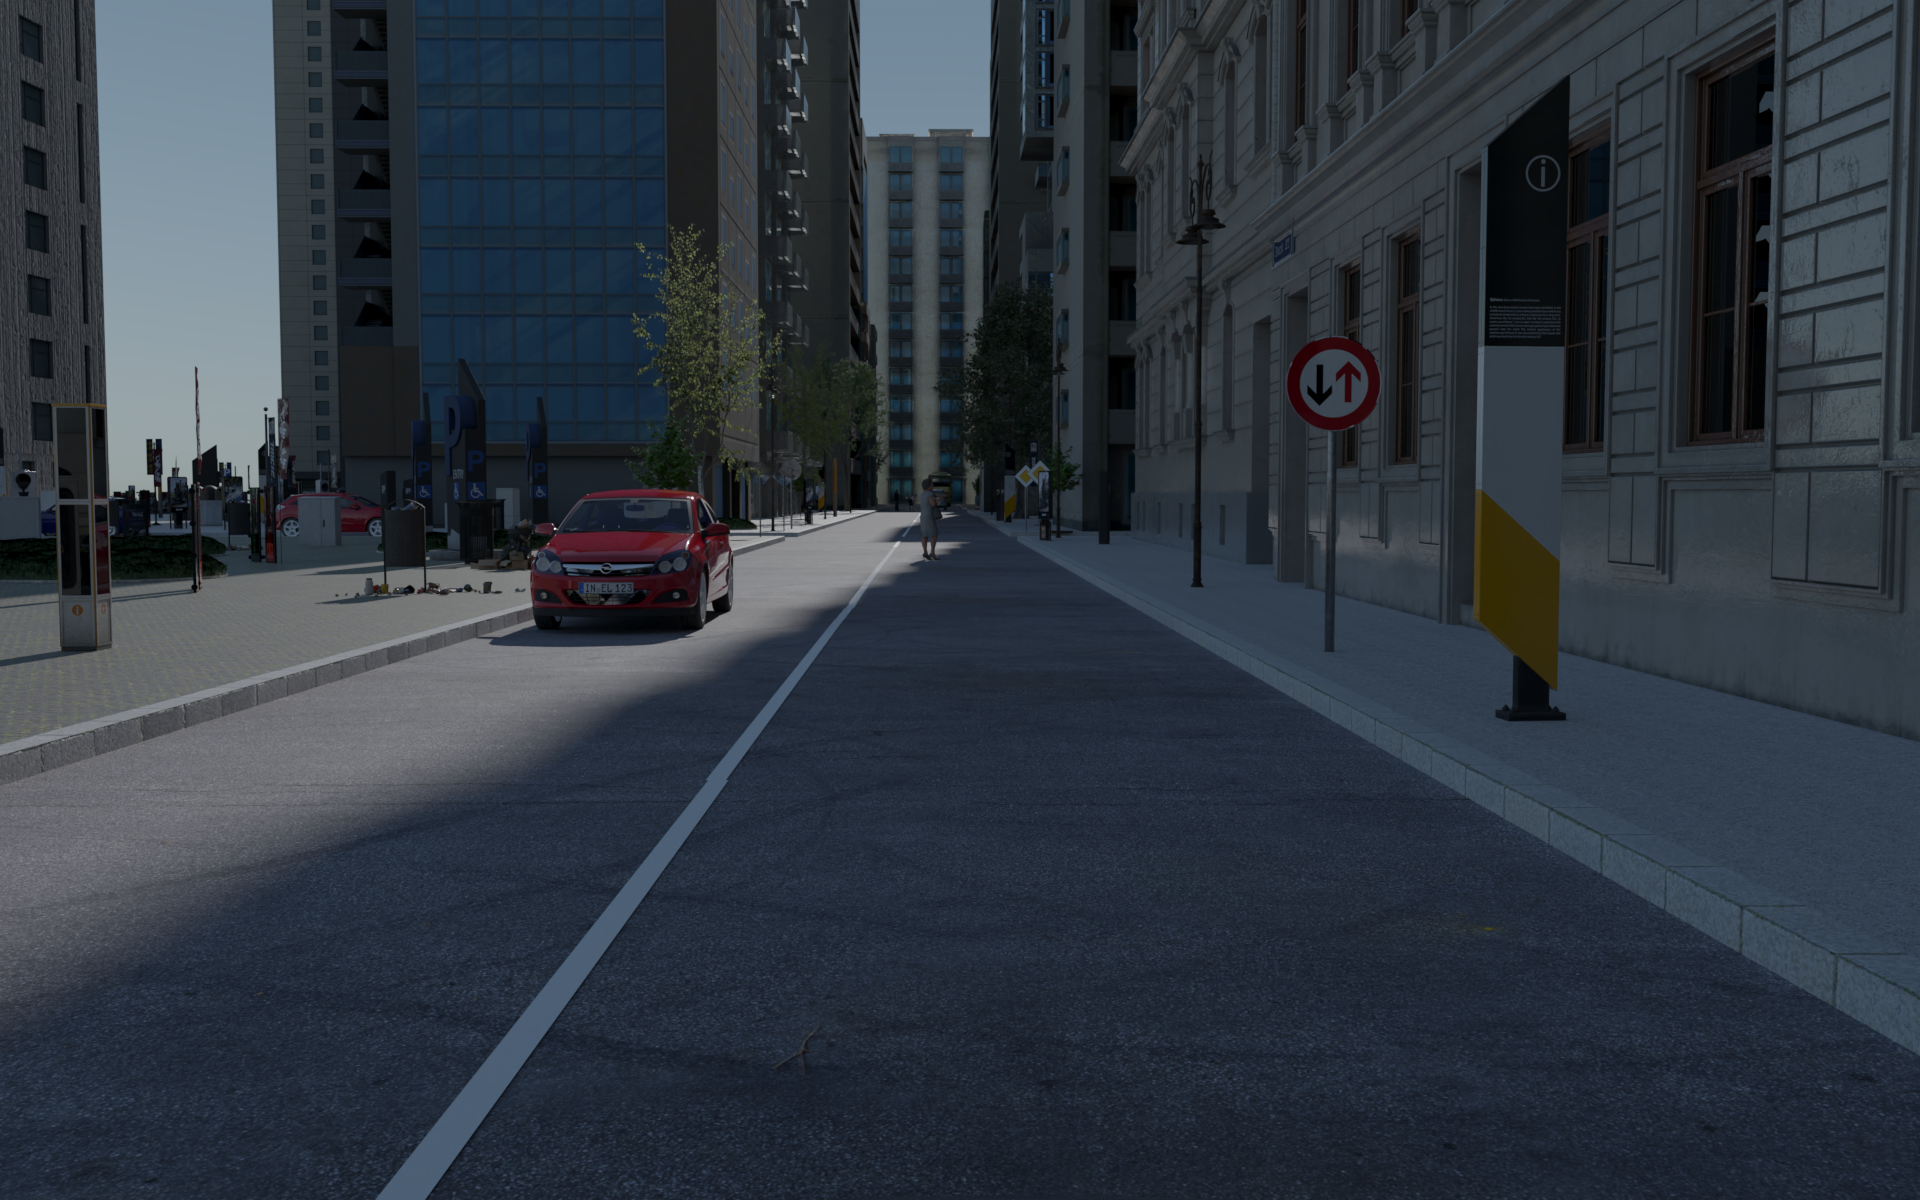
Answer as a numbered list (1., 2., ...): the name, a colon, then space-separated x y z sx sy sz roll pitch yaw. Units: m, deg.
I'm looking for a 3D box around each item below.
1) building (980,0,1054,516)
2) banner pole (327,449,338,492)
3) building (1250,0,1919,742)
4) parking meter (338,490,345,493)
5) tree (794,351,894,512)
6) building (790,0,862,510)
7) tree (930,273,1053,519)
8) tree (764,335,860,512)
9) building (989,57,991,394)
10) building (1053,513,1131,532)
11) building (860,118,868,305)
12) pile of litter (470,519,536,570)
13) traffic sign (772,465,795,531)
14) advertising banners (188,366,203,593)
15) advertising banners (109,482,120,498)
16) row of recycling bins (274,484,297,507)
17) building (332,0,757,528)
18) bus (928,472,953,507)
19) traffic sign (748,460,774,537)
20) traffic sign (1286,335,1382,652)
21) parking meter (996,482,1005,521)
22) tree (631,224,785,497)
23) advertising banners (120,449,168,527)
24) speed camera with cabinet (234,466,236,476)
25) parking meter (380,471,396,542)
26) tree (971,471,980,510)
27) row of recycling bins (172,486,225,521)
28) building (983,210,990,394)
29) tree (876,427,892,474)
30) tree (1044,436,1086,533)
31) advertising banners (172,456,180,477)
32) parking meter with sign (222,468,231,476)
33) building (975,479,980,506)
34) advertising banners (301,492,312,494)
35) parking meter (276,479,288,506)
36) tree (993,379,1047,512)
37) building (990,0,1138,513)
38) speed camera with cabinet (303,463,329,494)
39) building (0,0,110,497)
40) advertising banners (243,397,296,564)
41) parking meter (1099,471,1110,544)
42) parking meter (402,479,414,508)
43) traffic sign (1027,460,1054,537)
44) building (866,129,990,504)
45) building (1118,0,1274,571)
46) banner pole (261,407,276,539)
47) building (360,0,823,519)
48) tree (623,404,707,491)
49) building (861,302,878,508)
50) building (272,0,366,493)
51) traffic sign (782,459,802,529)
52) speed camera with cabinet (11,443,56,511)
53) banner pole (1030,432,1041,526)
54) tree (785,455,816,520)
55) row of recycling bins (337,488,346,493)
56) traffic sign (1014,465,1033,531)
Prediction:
1. building: 12.898 -49.038 114.443 22.319 86.520 31.000 0 4 -1
2. banner pole: -34.690 -6.463 95.686 0.863 3.779 0.401 2 4 29
3. building: 9.806 -10.980 15.682 11.583 22.565 21.152 0 4 -1
4. parking meter: -35.299 -5.535 98.905 0.372 1.533 0.369 0 3 0
5. tree: -8.361 -12.260 126.200 9.928 11.665 9.643 0 3 0
6. building: -19.384 -31.851 144.470 21.300 48.544 21.600 0 4 -1
7. tree: 3.249 -10.575 89.912 9.611 12.733 9.660 0 3 0
8. tree: -6.944 -7.981 80.846 4.737 8.622 4.395 0 3 0
9. building: 9.745 -29.333 163.196 14.154 41.232 14.086 0 4 -1
10. building: 14.518 -27.200 68.424 21.600 48.544 21.300 0 4 -1
11. building: -18.119 -33.765 202.160 14.200 45.320 14.600 0 4 -1
12. pile of litter: -7.688 -0.957 29.607 1.176 0.858 1.719 -2 4 -35
13. traffic sign: -6.031 -3.405 59.312 0.795 2.450 0.064 0 4 -1
14. advertising banners: -10.255 -1.656 23.256 0.090 3.025 2.074 -1 4 -20
15. advertising banners: -48.614 -6.346 99.947 0.090 3.025 2.074 2 4 28
16. row of recycling bins: -28.038 -3.957 71.815 1.069 1.692 3.534 -1 4 -17
17. building: -15.891 -25.684 70.040 14.600 45.320 14.200 0 4 -1
18. bus: -2.216 -12.208 191.143 2.896 3.916 12.252 0 4 0
19. traffic sign: -5.917 -2.917 51.328 0.795 2.450 0.064 0 4 -1
20. traffic sign: 3.007 -0.851 14.022 0.768 2.556 0.104 0 4 2
21. parking meter: 1.921 -4.699 82.540 0.255 1.863 0.399 3 5 41
22. tree: -6.987 -5.914 47.062 4.360 8.622 3.978 0 3 0
23. advertising banners: -31.307 -4.298 66.454 0.090 3.025 2.074 1 4 18
24. speed camera with cabinet: -51.806 -7.811 122.048 2.038 3.252 0.660 0 4 -4
25. parking meter: -14.341 -2.309 43.459 0.255 1.863 0.399 -3 5 -44
26. tree: 1.605 -9.073 142.936 1.663 3.219 1.824 0 3 0
27. row of recycling bins: -36.928 -4.728 84.420 3.534 1.692 1.069 1 4 20
28. building: 9.286 -24.871 178.347 14.160 30.474 14.107 0 4 -1
29. tree: -9.396 -14.582 188.781 4.360 8.622 3.978 0 3 0
30. tree: 3.307 -3.877 57.985 1.663 3.219 1.824 0 3 0
31. advertising banners: -35.247 -5.007 78.055 0.090 3.025 2.074 -2 4 -27
32. parking meter with sign: -49.161 -7.350 116.434 0.543 3.016 1.738 -2 4 -29
33. building: 17.958 -30.906 197.189 32.217 40.220 23.993 0 4 -1
34. advertising banners: -40.318 -6.706 105.823 2.074 3.025 0.090 2 4 25
35. parking meter: -26.244 -3.753 67.071 0.399 1.863 0.255 0 4 1
36. tree: 3.010 -9.087 98.929 4.360 8.622 3.978 0 3 0
37. building: 13.521 -31.897 145.215 21.300 48.544 21.600 0 4 -1
38. speed camera with cabinet: -41.614 -7.159 111.385 0.660 3.252 2.038 3 5 40
39. building: -43.721 -18.093 67.527 14.107 30.474 14.160 0 4 -1
40. advertising banners: -12.829 -2.199 32.147 0.090 3.025 2.074 -3 5 -42
41. parking meter: 3.696 -2.362 44.336 0.255 1.863 0.399 1 4 11
42. parking meter: -20.286 -3.547 63.708 0.399 1.863 0.255 -1 4 -10
43. traffic sign: 2.376 -2.922 51.425 0.795 2.450 0.064 0 4 -1
44. building: -1.307 -37.328 229.921 30.456 49.044 23.786 0 4 -1
45. building: 11.323 -15.346 38.301 14.401 28.519 23.554 0 4 -1
46. banner pole: -19.801 -3.653 49.738 0.401 3.779 0.863 -3 5 -44
47. building: -20.489 -29.390 100.136 23.786 49.044 30.456 0 4 -1
48. tree: -6.237 -2.618 37.402 1.663 3.219 1.824 0 3 0
49. building: -22.434 -19.916 170.658 27.650 21.520 28.899 0 4 -1
50. building: -63.682 -46.418 197.183 20.611 71.187 20.563 0 4 -1
51. traffic sign: -6.194 -3.885 63.621 0.768 2.556 0.104 0 4 3
52. speed camera with cabinet: -35.365 -4.427 66.725 2.038 3.252 0.660 0 4 -1
53. banner pole: 3.094 -4.924 70.531 0.401 3.779 0.863 -2 4 -34
54. tree: -7.840 -5.537 85.135 1.663 3.219 1.824 0 3 0
55. row of recycling bins: -39.374 -6.361 111.122 1.069 1.692 3.534 -1 4 -11
56. traffic sign: 2.263 -3.411 59.409 0.795 2.450 0.064 0 4 -1
